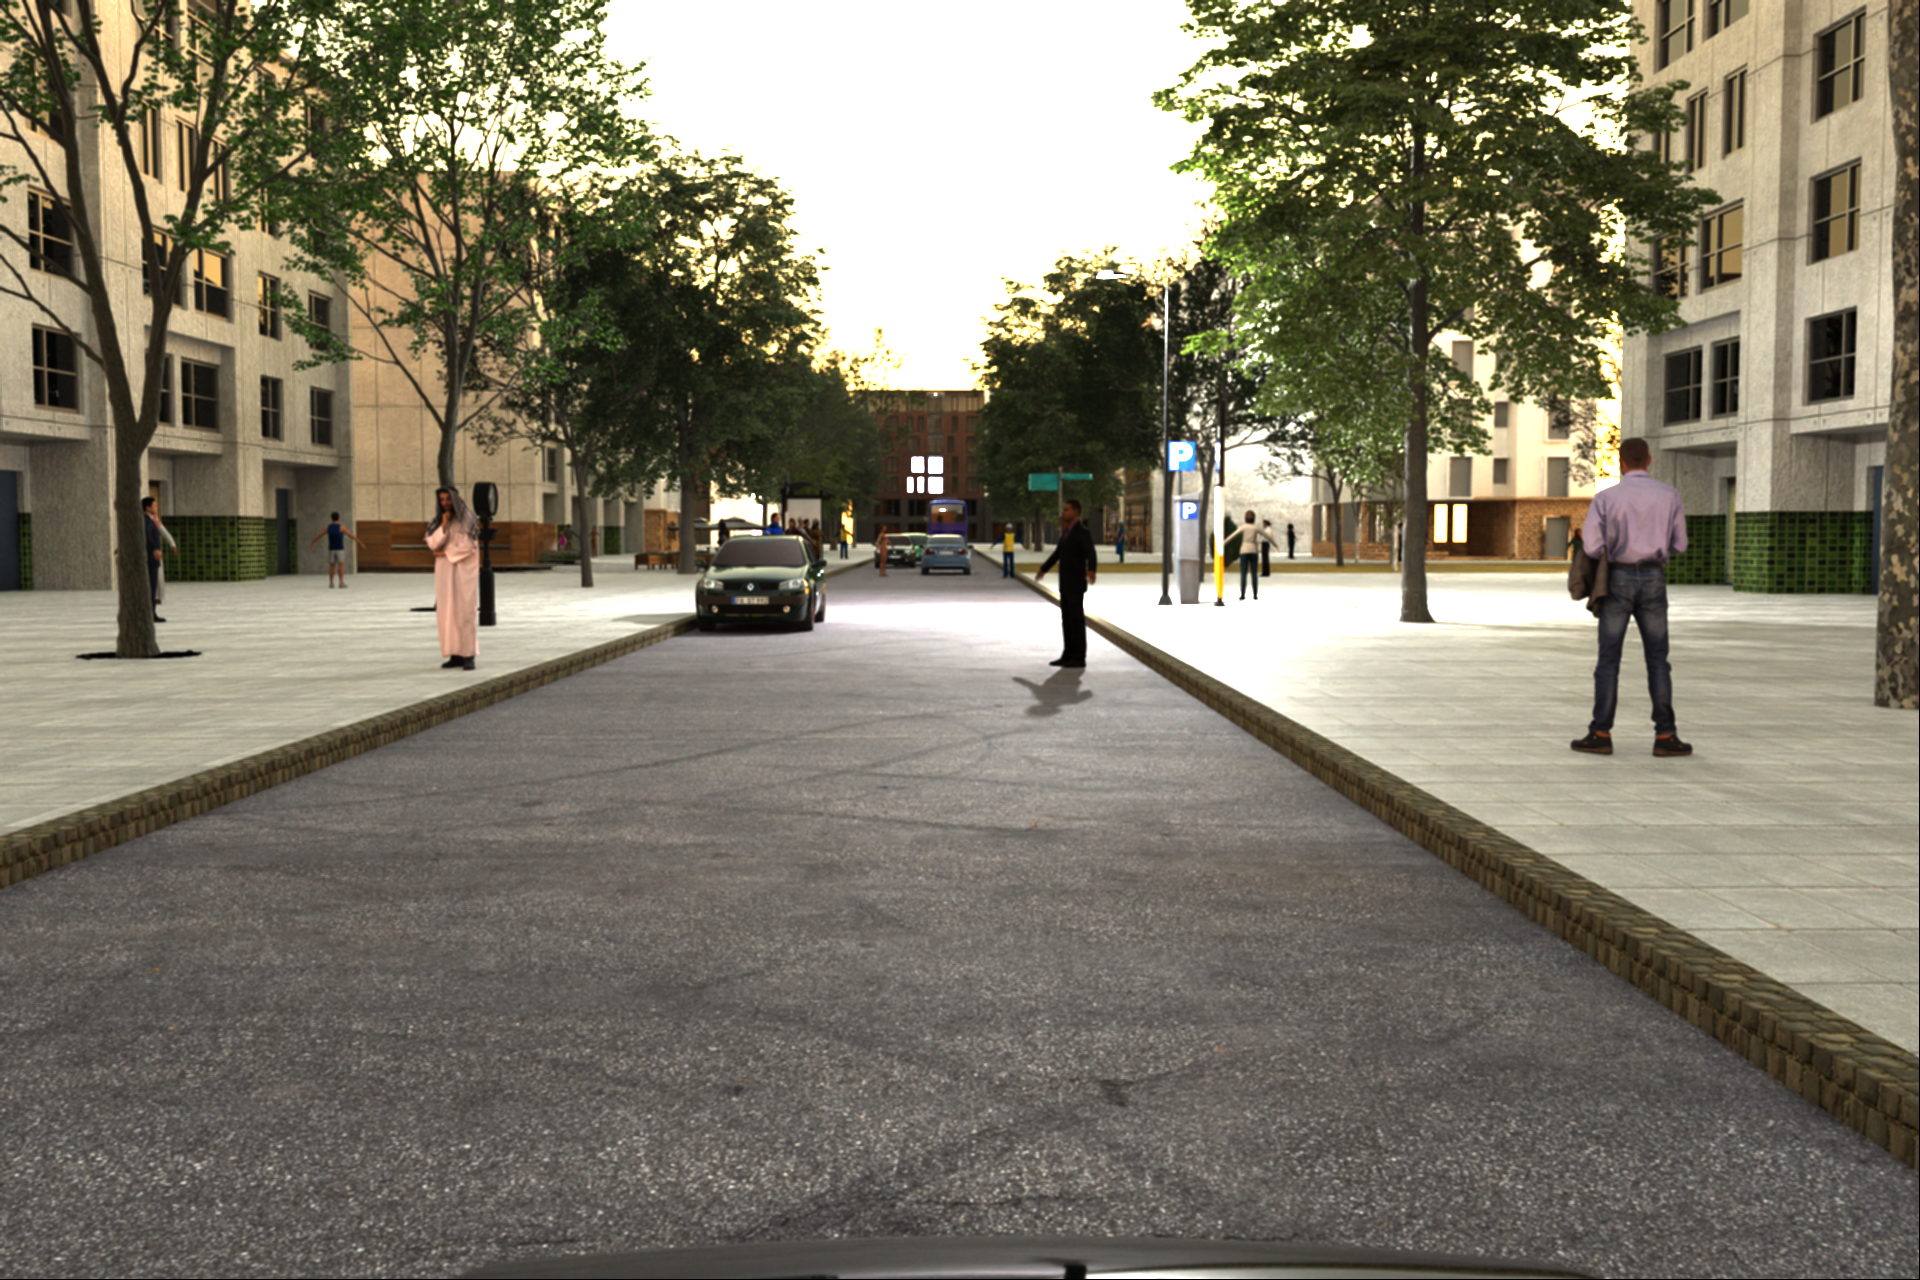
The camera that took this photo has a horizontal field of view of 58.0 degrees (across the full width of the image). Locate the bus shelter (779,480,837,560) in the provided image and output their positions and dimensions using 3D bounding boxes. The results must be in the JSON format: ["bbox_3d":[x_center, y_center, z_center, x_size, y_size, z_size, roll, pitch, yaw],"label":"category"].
[{"bbox_3d":[-6.023,-4.547,68.267,2.014,3.302,5.546,0,4,-1],"label":"bus shelter"}]

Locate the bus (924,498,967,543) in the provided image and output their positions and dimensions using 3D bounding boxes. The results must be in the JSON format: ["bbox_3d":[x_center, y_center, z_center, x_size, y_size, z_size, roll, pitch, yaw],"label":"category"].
[{"bbox_3d":[-0.947,-7.769,118.575,2.896,3.916,12.251,0,4,-2],"label":"bus"}]

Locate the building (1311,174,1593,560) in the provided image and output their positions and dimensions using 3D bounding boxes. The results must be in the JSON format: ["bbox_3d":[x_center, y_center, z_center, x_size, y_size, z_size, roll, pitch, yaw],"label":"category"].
[{"bbox_3d":[25.249,-14.752,97.608,16.016,20.090,11.380,0,4,0],"label":"building"}]

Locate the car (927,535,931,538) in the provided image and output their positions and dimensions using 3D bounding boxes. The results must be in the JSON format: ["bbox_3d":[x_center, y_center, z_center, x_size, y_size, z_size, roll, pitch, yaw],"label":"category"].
[{"bbox_3d":[-2.199,-5.576,103.530,2.083,1.381,4.827,0,4,0],"label":"car"}]

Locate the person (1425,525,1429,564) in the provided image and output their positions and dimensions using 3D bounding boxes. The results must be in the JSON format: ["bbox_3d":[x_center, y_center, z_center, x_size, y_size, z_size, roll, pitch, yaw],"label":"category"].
[{"bbox_3d":[19.578,-4.109,73.116,0.705,1.837,1.347,0,4,8],"label":"person"}]

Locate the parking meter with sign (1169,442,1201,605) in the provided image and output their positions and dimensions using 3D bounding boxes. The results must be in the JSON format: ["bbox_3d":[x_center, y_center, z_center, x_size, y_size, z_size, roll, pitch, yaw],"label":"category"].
[{"bbox_3d":[4.164,-2.184,31.976,0.543,3.016,1.738,0,3,0],"label":"parking meter with sign"}]

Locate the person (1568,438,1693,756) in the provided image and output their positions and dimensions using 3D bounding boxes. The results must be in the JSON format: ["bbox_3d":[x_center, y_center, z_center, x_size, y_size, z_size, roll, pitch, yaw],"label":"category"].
[{"bbox_3d":[3.938,-0.262,10.188,0.709,1.838,0.599,1,4,10],"label":"person"}]

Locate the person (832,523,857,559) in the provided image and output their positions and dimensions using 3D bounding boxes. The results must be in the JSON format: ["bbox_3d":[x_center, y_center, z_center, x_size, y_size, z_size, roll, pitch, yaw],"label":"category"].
[{"bbox_3d":[-5.932,-5.060,88.702,1.349,1.833,0.705,-1,4,-23],"label":"person"}]

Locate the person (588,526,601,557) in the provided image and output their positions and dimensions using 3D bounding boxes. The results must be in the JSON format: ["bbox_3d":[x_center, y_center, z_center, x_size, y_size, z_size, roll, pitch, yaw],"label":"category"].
[{"bbox_3d":[-20.116,-5.393,94.972,1.217,1.733,0.721,2,4,34],"label":"person"}]

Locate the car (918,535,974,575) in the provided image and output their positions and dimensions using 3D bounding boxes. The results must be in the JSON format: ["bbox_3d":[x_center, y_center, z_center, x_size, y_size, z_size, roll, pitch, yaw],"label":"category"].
[{"bbox_3d":[-0.501,-3.063,62.084,2.014,1.417,4.499,0,4,0],"label":"car"}]

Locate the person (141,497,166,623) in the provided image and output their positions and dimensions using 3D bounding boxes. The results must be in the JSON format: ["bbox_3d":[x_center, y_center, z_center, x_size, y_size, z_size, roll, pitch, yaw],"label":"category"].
[{"bbox_3d":[-11.772,-1.173,25.231,0.704,1.823,1.345,-2,4,-27],"label":"person"}]

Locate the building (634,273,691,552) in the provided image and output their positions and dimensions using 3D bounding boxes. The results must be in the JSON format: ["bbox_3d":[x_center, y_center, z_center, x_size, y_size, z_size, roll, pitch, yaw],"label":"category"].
[{"bbox_3d":[-26.341,-16.506,126.295,16.016,20.090,11.380,0,4,-1],"label":"building"}]

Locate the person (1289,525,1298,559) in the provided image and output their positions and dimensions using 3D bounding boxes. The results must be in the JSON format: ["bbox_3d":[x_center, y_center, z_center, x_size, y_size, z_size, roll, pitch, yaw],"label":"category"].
[{"bbox_3d":[17.123,-5.031,88.970,0.721,1.740,1.216,0,4,-5],"label":"person"}]

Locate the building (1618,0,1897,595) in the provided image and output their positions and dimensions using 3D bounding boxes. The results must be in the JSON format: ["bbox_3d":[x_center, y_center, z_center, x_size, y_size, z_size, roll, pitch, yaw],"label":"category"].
[{"bbox_3d":[25.698,-9.955,29.221,16.747,18.905,31.486,0,4,0],"label":"building"}]

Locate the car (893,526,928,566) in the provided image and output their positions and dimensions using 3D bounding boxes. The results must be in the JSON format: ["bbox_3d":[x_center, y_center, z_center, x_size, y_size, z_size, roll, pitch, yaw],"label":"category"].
[{"bbox_3d":[-2.157,-4.332,79.619,1.959,1.807,4.718,0,4,-1],"label":"car"}]

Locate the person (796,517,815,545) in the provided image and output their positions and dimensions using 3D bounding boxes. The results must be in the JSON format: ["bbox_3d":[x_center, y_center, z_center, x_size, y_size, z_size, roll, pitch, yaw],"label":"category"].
[{"bbox_3d":[-5.204,-3.122,56.903,0.705,1.847,1.347,2,4,28],"label":"person"}]

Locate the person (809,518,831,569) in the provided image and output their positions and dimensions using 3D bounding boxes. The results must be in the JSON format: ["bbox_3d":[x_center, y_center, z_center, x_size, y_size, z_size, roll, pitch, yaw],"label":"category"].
[{"bbox_3d":[-5.259,-3.521,63.342,0.705,1.858,1.354,3,5,40],"label":"person"}]

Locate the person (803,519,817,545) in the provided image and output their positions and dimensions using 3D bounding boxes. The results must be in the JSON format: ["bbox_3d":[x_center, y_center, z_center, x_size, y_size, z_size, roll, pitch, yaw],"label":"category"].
[{"bbox_3d":[-5.383,-3.364,61.141,0.704,1.812,1.346,-2,4,-24],"label":"person"}]

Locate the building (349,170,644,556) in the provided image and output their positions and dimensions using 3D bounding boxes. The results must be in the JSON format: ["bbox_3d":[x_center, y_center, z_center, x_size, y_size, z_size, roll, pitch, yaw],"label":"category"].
[{"bbox_3d":[-29.395,-14.291,100.109,16.747,18.905,31.486,0,4,-1],"label":"building"}]

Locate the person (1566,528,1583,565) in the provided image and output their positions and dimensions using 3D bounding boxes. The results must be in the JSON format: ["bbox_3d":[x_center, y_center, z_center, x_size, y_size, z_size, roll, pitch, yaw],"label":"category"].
[{"bbox_3d":[16.570,-2.271,46.347,0.989,1.438,0.599,-2,4,-25],"label":"person"}]

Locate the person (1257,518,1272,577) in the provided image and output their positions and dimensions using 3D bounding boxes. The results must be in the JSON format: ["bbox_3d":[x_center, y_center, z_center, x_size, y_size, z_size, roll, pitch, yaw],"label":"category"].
[{"bbox_3d":[9.167,-2.806,52.344,0.721,1.778,1.216,2,4,25],"label":"person"}]

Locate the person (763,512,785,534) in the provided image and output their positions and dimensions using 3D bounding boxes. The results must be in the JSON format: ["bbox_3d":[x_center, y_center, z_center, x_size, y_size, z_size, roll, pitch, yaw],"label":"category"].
[{"bbox_3d":[-4.694,-2.344,44.296,0.704,1.831,1.345,2,4,30],"label":"person"}]

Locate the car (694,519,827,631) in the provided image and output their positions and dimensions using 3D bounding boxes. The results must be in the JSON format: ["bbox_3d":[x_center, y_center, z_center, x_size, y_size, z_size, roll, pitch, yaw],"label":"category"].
[{"bbox_3d":[-3.032,-1.043,26.838,2.009,1.686,4.222,0,4,-1],"label":"car"}]

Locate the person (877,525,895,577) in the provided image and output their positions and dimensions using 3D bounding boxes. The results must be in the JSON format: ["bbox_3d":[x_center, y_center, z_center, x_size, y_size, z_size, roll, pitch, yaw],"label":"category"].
[{"bbox_3d":[-2.518,-3.012,58.498,0.721,1.733,1.217,1,4,23],"label":"person"}]

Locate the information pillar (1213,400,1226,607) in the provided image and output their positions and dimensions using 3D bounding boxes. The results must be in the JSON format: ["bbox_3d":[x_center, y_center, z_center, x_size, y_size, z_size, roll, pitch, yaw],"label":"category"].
[{"bbox_3d":[4.571,-2.393,30.486,0.183,3.616,0.504,0,4,-1],"label":"information pillar"}]

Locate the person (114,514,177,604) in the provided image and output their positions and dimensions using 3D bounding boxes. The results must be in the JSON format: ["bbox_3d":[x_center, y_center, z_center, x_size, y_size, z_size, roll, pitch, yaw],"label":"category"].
[{"bbox_3d":[-14.828,-1.560,31.651,1.347,1.811,0.704,1,4,16],"label":"person"}]

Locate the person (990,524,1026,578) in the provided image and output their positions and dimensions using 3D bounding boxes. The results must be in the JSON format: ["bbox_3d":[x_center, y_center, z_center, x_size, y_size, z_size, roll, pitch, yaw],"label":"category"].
[{"bbox_3d":[1.567,-2.905,56.419,1.216,1.772,0.721,-1,4,-14],"label":"person"}]

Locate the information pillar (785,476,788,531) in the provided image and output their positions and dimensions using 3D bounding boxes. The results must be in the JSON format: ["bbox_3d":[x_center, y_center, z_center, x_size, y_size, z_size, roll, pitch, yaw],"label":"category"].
[{"bbox_3d":[-6.481,-4.490,64.765,0.183,3.616,0.504,0,4,0],"label":"information pillar"}]

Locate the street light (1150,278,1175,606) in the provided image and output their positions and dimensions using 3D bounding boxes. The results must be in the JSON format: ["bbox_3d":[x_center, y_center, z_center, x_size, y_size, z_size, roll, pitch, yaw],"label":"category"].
[{"bbox_3d":[4.198,-3.555,30.660,1.470,5.913,1.316,0,3,0],"label":"street light"}]

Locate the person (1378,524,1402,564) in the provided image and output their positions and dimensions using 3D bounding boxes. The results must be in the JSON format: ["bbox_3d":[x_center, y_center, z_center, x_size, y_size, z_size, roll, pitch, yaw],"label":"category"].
[{"bbox_3d":[18.732,-4.189,74.682,1.347,1.806,0.705,1,4,12],"label":"person"}]

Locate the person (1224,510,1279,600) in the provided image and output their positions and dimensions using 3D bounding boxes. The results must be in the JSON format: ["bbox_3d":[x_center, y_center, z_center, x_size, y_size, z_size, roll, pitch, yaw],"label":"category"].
[{"bbox_3d":[5.592,-1.639,33.561,1.215,1.744,0.721,0,4,-2],"label":"person"}]

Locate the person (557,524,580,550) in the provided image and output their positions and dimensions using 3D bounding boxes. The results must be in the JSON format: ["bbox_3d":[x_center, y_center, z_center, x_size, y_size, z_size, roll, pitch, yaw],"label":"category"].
[{"bbox_3d":[-19.843,-4.986,87.795,1.348,1.796,0.705,-1,4,-19],"label":"person"}]

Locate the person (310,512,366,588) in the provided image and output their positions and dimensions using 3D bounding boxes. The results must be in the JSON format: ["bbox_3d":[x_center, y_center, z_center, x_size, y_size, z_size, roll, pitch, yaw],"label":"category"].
[{"bbox_3d":[-14.917,-2.158,41.444,1.345,1.807,0.704,0,4,0],"label":"person"}]

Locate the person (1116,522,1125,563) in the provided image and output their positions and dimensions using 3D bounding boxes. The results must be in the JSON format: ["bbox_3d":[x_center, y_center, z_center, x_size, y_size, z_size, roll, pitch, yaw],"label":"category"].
[{"bbox_3d":[7.065,-4.292,76.308,0.704,1.817,1.347,0,4,2],"label":"person"}]

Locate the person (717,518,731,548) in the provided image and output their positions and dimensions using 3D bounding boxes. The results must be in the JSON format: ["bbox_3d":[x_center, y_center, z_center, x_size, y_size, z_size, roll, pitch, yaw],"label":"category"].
[{"bbox_3d":[-8.766,-3.545,63.737,0.705,1.856,1.354,-1,4,-14],"label":"person"}]

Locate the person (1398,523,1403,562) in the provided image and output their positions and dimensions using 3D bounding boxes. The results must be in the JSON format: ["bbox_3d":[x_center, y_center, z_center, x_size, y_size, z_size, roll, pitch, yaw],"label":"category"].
[{"bbox_3d":[20.363,-4.511,79.941,0.705,1.806,1.347,1,4,10],"label":"person"}]

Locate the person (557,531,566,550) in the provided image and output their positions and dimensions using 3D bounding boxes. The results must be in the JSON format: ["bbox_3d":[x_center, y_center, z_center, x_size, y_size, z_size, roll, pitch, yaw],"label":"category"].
[{"bbox_3d":[-18.775,-4.426,81.626,0.599,1.433,0.991,-3,4,-36],"label":"person"}]

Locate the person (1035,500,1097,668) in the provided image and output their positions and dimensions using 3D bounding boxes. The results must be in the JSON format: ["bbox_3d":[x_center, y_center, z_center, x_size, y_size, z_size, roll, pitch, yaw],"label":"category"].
[{"bbox_3d":[1.192,-0.615,18.732,0.704,1.802,1.346,-1,4,-23],"label":"person"}]

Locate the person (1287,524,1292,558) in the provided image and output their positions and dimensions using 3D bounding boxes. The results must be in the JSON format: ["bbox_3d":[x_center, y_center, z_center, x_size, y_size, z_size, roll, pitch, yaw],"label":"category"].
[{"bbox_3d":[17.721,-5.297,92.753,0.704,1.843,1.345,1,4,10],"label":"person"}]

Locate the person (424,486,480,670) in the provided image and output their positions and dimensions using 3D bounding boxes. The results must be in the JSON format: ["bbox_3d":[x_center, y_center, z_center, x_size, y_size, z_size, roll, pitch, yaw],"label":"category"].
[{"bbox_3d":[-4.842,-0.601,16.546,0.551,1.740,0.621,0,4,-7],"label":"person"}]

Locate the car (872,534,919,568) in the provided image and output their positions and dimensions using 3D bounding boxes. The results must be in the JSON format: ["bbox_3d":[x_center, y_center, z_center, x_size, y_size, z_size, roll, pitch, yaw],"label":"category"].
[{"bbox_3d":[-2.754,-3.943,74.254,2.009,1.686,4.222,0,4,-1],"label":"car"}]

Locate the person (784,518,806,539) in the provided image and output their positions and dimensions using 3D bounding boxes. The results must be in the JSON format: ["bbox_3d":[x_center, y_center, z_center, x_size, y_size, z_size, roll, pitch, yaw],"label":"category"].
[{"bbox_3d":[-4.811,-2.583,49.040,1.215,1.729,0.721,2,4,30],"label":"person"}]
